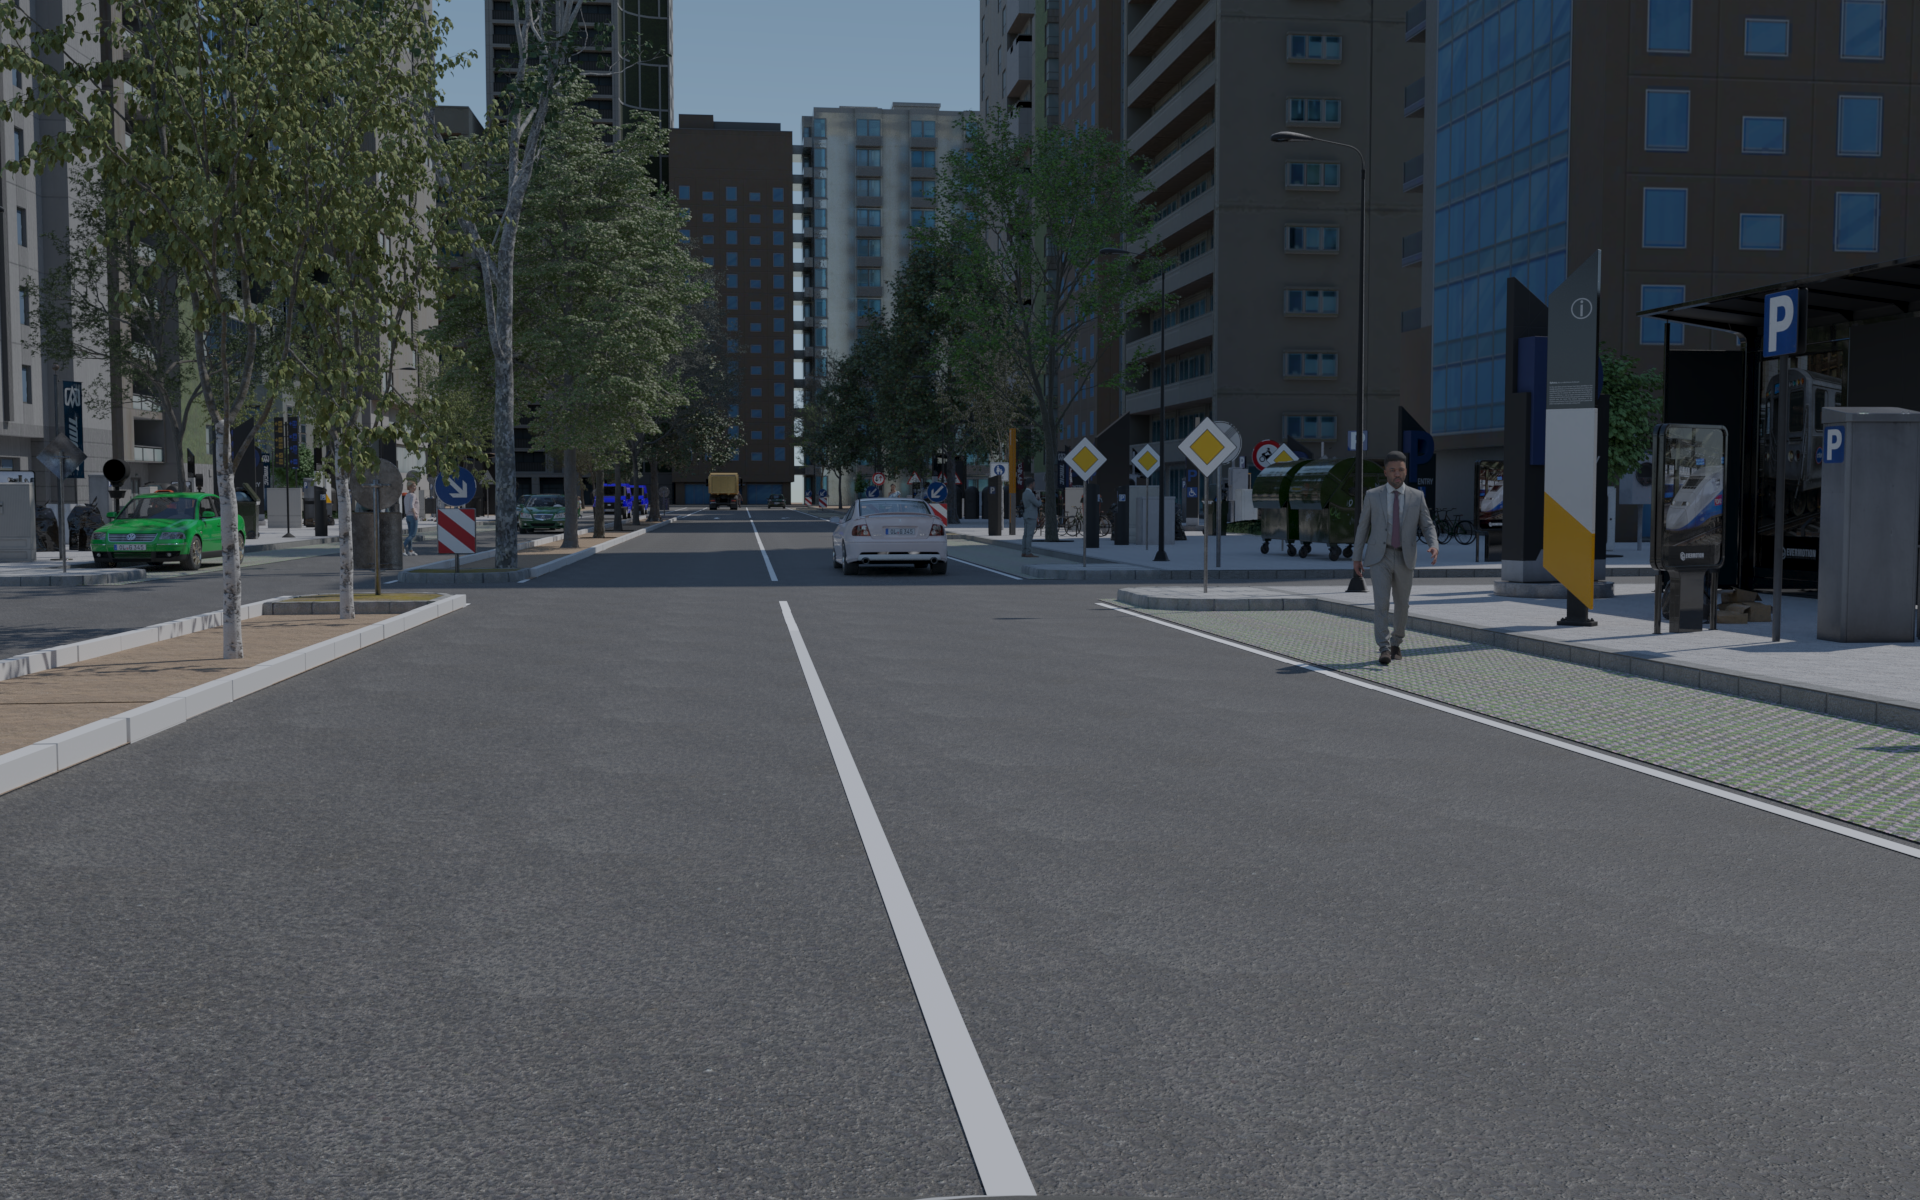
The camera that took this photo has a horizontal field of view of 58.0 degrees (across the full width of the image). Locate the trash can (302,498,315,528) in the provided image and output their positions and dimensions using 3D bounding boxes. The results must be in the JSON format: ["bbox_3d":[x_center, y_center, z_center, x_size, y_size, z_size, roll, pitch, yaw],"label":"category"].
[{"bbox_3d":[-24.898,-3.356,66.518,0.748,1.137,0.748,0,3,0],"label":"trash can"}]

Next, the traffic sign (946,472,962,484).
[{"bbox_3d":[-0.322,-5.675,92.795,0.884,2.594,0.081,0,4,-5],"label":"traffic sign"}]

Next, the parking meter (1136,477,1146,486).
[{"bbox_3d":[6.171,-3.239,58.676,0.399,1.863,0.255,0,4,6],"label":"parking meter"}]

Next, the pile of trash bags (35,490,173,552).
[{"bbox_3d":[-19.639,-1.814,39.409,3.447,1.369,1.912,-1,4,-22],"label":"pile of trash bags"}]

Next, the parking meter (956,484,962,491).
[{"bbox_3d":[-0.135,-5.523,96.018,0.399,1.863,0.255,-2,4,-31],"label":"parking meter"}]

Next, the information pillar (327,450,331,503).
[{"bbox_3d":[-33.755,-6.186,92.500,0.183,3.616,0.504,1,4,9],"label":"information pillar"}]

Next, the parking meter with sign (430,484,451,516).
[{"bbox_3d":[-30.650,-6.432,101.419,1.738,3.016,0.543,-3,5,-40],"label":"parking meter with sign"}]

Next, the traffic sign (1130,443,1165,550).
[{"bbox_3d":[4.279,-2.350,39.609,0.795,2.450,0.064,0,4,-5],"label":"traffic sign"}]

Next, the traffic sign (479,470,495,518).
[{"bbox_3d":[-25.416,-5.699,93.190,0.884,2.594,0.081,0,4,-6],"label":"traffic sign"}]

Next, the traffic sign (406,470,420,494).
[{"bbox_3d":[-28.942,-5.603,91.715,0.768,2.556,0.104,0,4,-3],"label":"traffic sign"}]

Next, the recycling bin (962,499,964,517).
[{"bbox_3d":[-0.261,-5.230,98.065,0.722,1.027,0.722,3,5,41],"label":"recycling bin"}]

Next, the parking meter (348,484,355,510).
[{"bbox_3d":[-35.182,-5.777,100.168,0.255,1.863,0.399,1,4,10],"label":"parking meter"}]

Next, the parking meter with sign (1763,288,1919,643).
[{"bbox_3d":[7.920,-1.147,15.015,1.738,3.016,0.543,0,4,-3],"label":"parking meter with sign"}]

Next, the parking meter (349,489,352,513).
[{"bbox_3d":[-28.373,-4.392,80.220,0.372,1.533,0.369,0,3,0],"label":"parking meter"}]

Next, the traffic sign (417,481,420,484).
[{"bbox_3d":[-29.498,-5.712,93.504,0.768,2.556,0.104,0,4,-4],"label":"traffic sign"}]

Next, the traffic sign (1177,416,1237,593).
[{"bbox_3d":[3.184,-1.148,22.418,0.795,2.450,0.064,0,4,-7],"label":"traffic sign"}]

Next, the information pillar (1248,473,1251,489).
[{"bbox_3d":[10.064,-3.472,61.263,0.304,2.012,0.304,-3,5,-42],"label":"information pillar"}]

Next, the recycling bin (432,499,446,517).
[{"bbox_3d":[-29.402,-5.205,97.655,0.722,1.027,0.722,-1,4,-12],"label":"recycling bin"}]

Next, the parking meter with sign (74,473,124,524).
[{"bbox_3d":[-30.763,-4.019,61.978,1.738,3.016,0.543,-1,4,-11],"label":"parking meter with sign"}]

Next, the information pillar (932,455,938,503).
[{"bbox_3d":[-1.190,-5.509,81.425,0.183,3.616,0.504,2,4,24],"label":"information pillar"}]

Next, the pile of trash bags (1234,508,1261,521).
[{"bbox_3d":[10.891,-3.415,65.583,3.447,1.369,1.912,-1,4,-19],"label":"pile of trash bags"}]

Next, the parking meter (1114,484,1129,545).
[{"bbox_3d":[4.069,-2.150,43.559,0.372,1.533,0.369,0,3,0],"label":"parking meter"}]

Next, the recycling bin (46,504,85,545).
[{"bbox_3d":[-22.782,-1.938,44.246,0.722,1.027,0.722,1,4,14],"label":"recycling bin"}]

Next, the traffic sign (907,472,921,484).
[{"bbox_3d":[-2.469,-5.783,94.550,0.884,2.594,0.081,0,4,-2],"label":"traffic sign"}]

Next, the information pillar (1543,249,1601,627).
[{"bbox_3d":[5.953,-1.558,16.828,0.504,3.616,0.183,3,4,38],"label":"information pillar"}]

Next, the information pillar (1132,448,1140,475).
[{"bbox_3d":[8.928,-5.903,87.865,0.504,3.616,0.183,-2,4,-33],"label":"information pillar"}]

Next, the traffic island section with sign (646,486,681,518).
[{"bbox_3d":[-17.684,-5.821,103.310,2.006,1.907,1.989,0,4,-7],"label":"traffic island section with sign"}]

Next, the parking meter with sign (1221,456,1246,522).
[{"bbox_3d":[12.239,-5.095,79.562,1.738,3.016,0.543,-1,4,-18],"label":"parking meter with sign"}]

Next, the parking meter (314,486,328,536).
[{"bbox_3d":[-19.414,-2.703,52.609,0.372,1.533,0.369,0,3,0],"label":"parking meter"}]

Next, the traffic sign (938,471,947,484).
[{"bbox_3d":[-0.964,-5.749,93.993,0.884,2.594,0.081,0,4,-3],"label":"traffic sign"}]

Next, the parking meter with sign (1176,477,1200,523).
[{"bbox_3d":[10.247,-4.944,77.101,1.738,3.016,0.543,-1,4,-20],"label":"parking meter with sign"}]

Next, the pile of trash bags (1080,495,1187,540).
[{"bbox_3d":[4.716,-2.365,48.428,1.912,1.369,3.447,-3,5,-45],"label":"pile of trash bags"}]

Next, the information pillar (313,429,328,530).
[{"bbox_3d":[-23.124,-4.346,62.409,0.183,3.616,0.504,0,4,6],"label":"information pillar"}]

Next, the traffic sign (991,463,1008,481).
[{"bbox_3d":[1.273,-3.296,56.023,0.606,2.300,0.079,0,4,-2],"label":"traffic sign"}]

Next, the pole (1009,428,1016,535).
[{"bbox_3d":[1.632,-3.674,53.913,0.158,3.312,0.155,0,3,0],"label":"pole"}]

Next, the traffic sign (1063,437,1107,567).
[{"bbox_3d":[2.183,-1.633,30.341,0.795,2.450,0.064,0,4,-7],"label":"traffic sign"}]

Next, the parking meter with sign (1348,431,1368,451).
[{"bbox_3d":[11.295,-3.190,48.412,0.543,3.016,1.738,2,4,26],"label":"parking meter with sign"}]

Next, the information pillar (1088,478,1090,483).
[{"bbox_3d":[6.094,-4.630,80.186,0.304,2.012,0.304,0,4,7],"label":"information pillar"}]

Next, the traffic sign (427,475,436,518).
[{"bbox_3d":[-28.185,-5.669,92.797,0.768,2.556,0.104,0,4,-4],"label":"traffic sign"}]

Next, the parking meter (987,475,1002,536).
[{"bbox_3d":[1.065,-2.902,53.161,0.399,1.863,0.255,3,5,41],"label":"parking meter"}]

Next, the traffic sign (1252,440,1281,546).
[{"bbox_3d":[7.224,-2.482,40.680,0.768,2.556,0.104,0,4,1],"label":"traffic sign"}]

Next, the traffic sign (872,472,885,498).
[{"bbox_3d":[-4.721,-6.148,100.623,0.768,2.556,0.104,0,4,-4],"label":"traffic sign"}]

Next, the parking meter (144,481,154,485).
[{"bbox_3d":[-37.474,-4.550,80.096,0.399,1.863,0.255,1,4,19],"label":"parking meter"}]

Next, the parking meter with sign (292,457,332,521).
[{"bbox_3d":[-30.806,-5.271,82.435,0.543,3.016,1.738,3,5,40],"label":"parking meter with sign"}]

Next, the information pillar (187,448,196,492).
[{"bbox_3d":[-38.946,-5.897,87.767,0.504,3.616,0.183,2,4,28],"label":"information pillar"}]

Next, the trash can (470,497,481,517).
[{"bbox_3d":[-26.788,-5.142,95.722,0.748,1.137,0.748,0,3,0],"label":"trash can"}]

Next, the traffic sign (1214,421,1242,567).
[{"bbox_3d":[4.532,-1.847,30.306,0.768,2.556,0.104,0,4,-4],"label":"traffic sign"}]

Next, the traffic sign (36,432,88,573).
[{"bbox_3d":[-14.631,-1.505,28.245,0.795,2.450,0.064,0,4,-7],"label":"traffic sign"}]

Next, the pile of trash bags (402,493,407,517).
[{"bbox_3d":[-31.519,-5.361,97.404,1.912,1.369,3.447,0,4,-7],"label":"pile of trash bags"}]

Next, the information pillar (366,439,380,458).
[{"bbox_3d":[-20.892,-4.298,61.626,0.504,3.616,0.183,0,4,-2],"label":"information pillar"}]

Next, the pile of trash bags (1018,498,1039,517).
[{"bbox_3d":[4.854,-5.327,96.841,3.447,1.369,1.912,1,4,14],"label":"pile of trash bags"}]

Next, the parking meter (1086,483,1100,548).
[{"bbox_3d":[3.130,-2.004,41.179,0.372,1.533,0.369,0,3,0],"label":"parking meter"}]

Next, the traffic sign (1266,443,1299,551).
[{"bbox_3d":[7.271,-2.312,38.987,0.795,2.450,0.064,0,4,-3],"label":"traffic sign"}]
